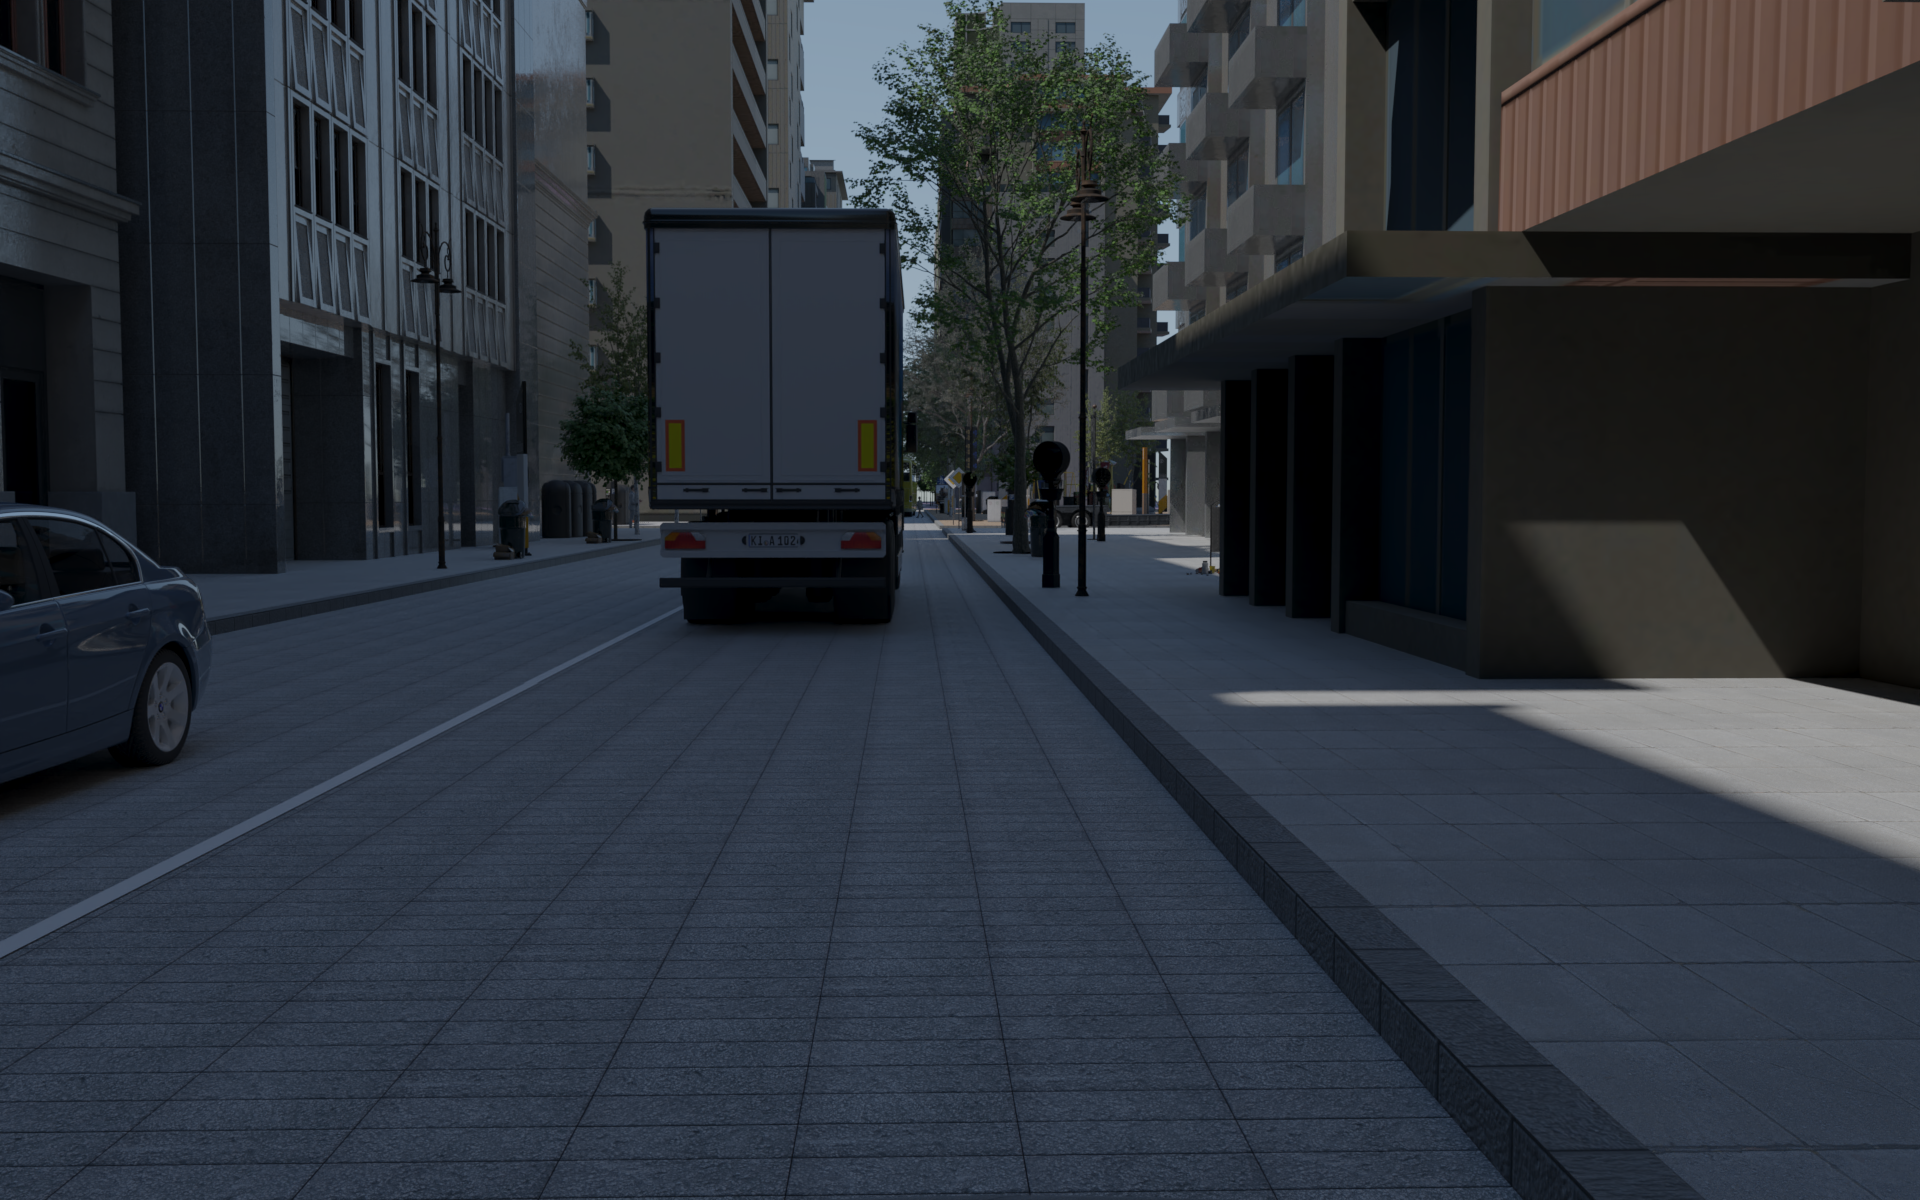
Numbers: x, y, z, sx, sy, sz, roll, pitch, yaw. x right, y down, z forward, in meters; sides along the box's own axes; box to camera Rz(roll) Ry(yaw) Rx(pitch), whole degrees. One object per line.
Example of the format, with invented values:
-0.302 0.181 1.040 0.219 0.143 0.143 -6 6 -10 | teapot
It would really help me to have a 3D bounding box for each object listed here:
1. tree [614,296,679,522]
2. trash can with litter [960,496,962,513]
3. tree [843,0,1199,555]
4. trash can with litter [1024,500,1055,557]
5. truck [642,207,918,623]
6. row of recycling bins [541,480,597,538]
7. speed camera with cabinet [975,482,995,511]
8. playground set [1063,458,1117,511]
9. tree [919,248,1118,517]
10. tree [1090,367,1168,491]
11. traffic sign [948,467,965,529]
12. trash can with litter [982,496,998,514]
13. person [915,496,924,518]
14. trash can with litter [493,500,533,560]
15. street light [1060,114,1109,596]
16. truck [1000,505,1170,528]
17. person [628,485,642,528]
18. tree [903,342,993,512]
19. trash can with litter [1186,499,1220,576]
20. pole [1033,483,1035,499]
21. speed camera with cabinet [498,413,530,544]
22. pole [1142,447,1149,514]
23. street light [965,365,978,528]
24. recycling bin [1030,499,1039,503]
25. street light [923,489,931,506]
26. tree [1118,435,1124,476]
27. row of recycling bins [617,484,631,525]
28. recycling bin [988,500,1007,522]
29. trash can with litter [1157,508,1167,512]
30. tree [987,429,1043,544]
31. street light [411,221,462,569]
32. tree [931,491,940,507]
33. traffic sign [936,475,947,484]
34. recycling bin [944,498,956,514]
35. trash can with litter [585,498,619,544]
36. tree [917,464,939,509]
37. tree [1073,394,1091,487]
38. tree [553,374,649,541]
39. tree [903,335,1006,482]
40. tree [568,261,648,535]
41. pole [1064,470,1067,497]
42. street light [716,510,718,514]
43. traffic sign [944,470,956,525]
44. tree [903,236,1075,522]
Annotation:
-10.035 -6.746 60.665 4.360 8.622 3.978 0 3 0 | tree
0.242 -6.401 116.044 0.624 1.170 1.055 0 4 3 | trash can with litter
1.147 -6.802 36.965 9.928 11.665 9.643 0 3 0 | tree
1.639 -1.476 35.520 0.624 1.170 1.055 0 4 4 | trash can with litter
-1.981 -2.060 22.600 2.839 4.237 11.283 0 4 -1 | truck
-11.620 -2.732 51.781 1.069 1.692 3.534 0 4 4 | row of recycling bins
1.364 -7.551 117.796 2.038 3.252 0.660 -2 4 -24 | speed camera with cabinet
10.850 -8.983 133.648 5.637 4.214 5.302 0 4 2 | playground set
1.711 -6.216 51.995 4.360 8.622 3.978 0 3 0 | tree
9.888 -9.133 99.695 4.737 8.622 4.395 0 3 0 | tree
-0.040 -3.684 63.876 0.795 2.450 0.064 0 4 -2 | traffic sign
1.755 -6.062 110.500 0.624 1.170 1.055 -3 4 -36 | trash can with litter
-2.409 -5.514 102.927 0.640 1.303 0.475 2 4 29 | person
-8.834 -1.392 34.139 0.624 1.170 1.055 0 4 0 | trash can with litter
1.534 -2.986 21.604 0.468 5.910 1.993 0 4 -2 | street light
11.024 -4.754 67.490 18.799 4.110 2.967 0 4 -2 | truck
-12.602 -3.582 67.265 0.583 1.804 0.606 -1 4 -12 | person
-1.285 -12.724 126.169 7.486 12.596 7.792 0 3 0 | tree
4.707 -1.034 27.957 2.233 1.210 1.678 0 4 1 | trash can with litter
6.199 -9.220 144.592 0.158 3.312 0.155 0 3 0 | pole
-10.739 -2.897 41.694 0.660 3.252 2.038 -1 4 -10 | speed camera with cabinet
8.083 -5.012 75.785 0.158 3.312 0.155 0 3 0 | pole
0.414 -5.482 62.425 0.468 5.910 1.993 0 4 -2 | street light
3.643 -4.651 88.595 0.722 1.027 0.722 1 4 15 | recycling bin
-4.288 -15.311 223.121 0.468 5.910 1.993 0 4 -2 | street light
11.974 -11.935 145.496 4.360 8.622 3.978 0 3 0 | tree
-14.384 -4.043 73.216 1.069 1.692 3.534 0 4 -7 | row of recycling bins
1.732 -4.094 79.488 0.722 1.027 0.722 2 4 28 | recycling bin
14.761 -6.936 124.786 1.055 1.170 0.624 -3 5 -39 | trash can with litter
1.429 -3.077 44.912 1.663 3.219 1.824 0 3 0 | tree
-8.912 -3.476 29.621 0.468 5.910 1.993 0 4 -2 | street light
-1.929 -11.026 174.870 1.663 3.219 1.824 0 3 0 | tree
-1.249 -7.229 118.308 0.768 2.556 0.104 0 4 5 | traffic sign
-0.660 -6.092 112.153 0.722 1.027 0.722 0 4 -3 | recycling bin
-9.348 -2.061 45.080 0.624 1.170 1.055 1 4 10 | trash can with litter
-3.133 -12.700 191.352 4.285 4.588 4.351 0 3 0 | tree
9.520 -10.311 118.945 4.737 8.622 4.395 0 3 0 | tree
-9.463 -3.907 47.588 4.285 4.588 4.351 0 3 0 | tree
-1.164 -14.241 139.493 9.857 13.997 8.962 0 3 0 | tree
-10.185 -6.362 54.386 4.737 8.622 4.395 0 3 0 | tree
8.307 -8.730 136.580 0.158 3.312 0.155 0 3 0 | pole
-10.184 -6.092 72.393 0.468 5.910 1.993 0 4 -2 | street light
-0.275 -4.172 71.858 0.795 2.450 0.064 0 4 -2 | traffic sign
0.698 -10.440 81.066 12.009 13.543 11.850 0 3 0 | tree
